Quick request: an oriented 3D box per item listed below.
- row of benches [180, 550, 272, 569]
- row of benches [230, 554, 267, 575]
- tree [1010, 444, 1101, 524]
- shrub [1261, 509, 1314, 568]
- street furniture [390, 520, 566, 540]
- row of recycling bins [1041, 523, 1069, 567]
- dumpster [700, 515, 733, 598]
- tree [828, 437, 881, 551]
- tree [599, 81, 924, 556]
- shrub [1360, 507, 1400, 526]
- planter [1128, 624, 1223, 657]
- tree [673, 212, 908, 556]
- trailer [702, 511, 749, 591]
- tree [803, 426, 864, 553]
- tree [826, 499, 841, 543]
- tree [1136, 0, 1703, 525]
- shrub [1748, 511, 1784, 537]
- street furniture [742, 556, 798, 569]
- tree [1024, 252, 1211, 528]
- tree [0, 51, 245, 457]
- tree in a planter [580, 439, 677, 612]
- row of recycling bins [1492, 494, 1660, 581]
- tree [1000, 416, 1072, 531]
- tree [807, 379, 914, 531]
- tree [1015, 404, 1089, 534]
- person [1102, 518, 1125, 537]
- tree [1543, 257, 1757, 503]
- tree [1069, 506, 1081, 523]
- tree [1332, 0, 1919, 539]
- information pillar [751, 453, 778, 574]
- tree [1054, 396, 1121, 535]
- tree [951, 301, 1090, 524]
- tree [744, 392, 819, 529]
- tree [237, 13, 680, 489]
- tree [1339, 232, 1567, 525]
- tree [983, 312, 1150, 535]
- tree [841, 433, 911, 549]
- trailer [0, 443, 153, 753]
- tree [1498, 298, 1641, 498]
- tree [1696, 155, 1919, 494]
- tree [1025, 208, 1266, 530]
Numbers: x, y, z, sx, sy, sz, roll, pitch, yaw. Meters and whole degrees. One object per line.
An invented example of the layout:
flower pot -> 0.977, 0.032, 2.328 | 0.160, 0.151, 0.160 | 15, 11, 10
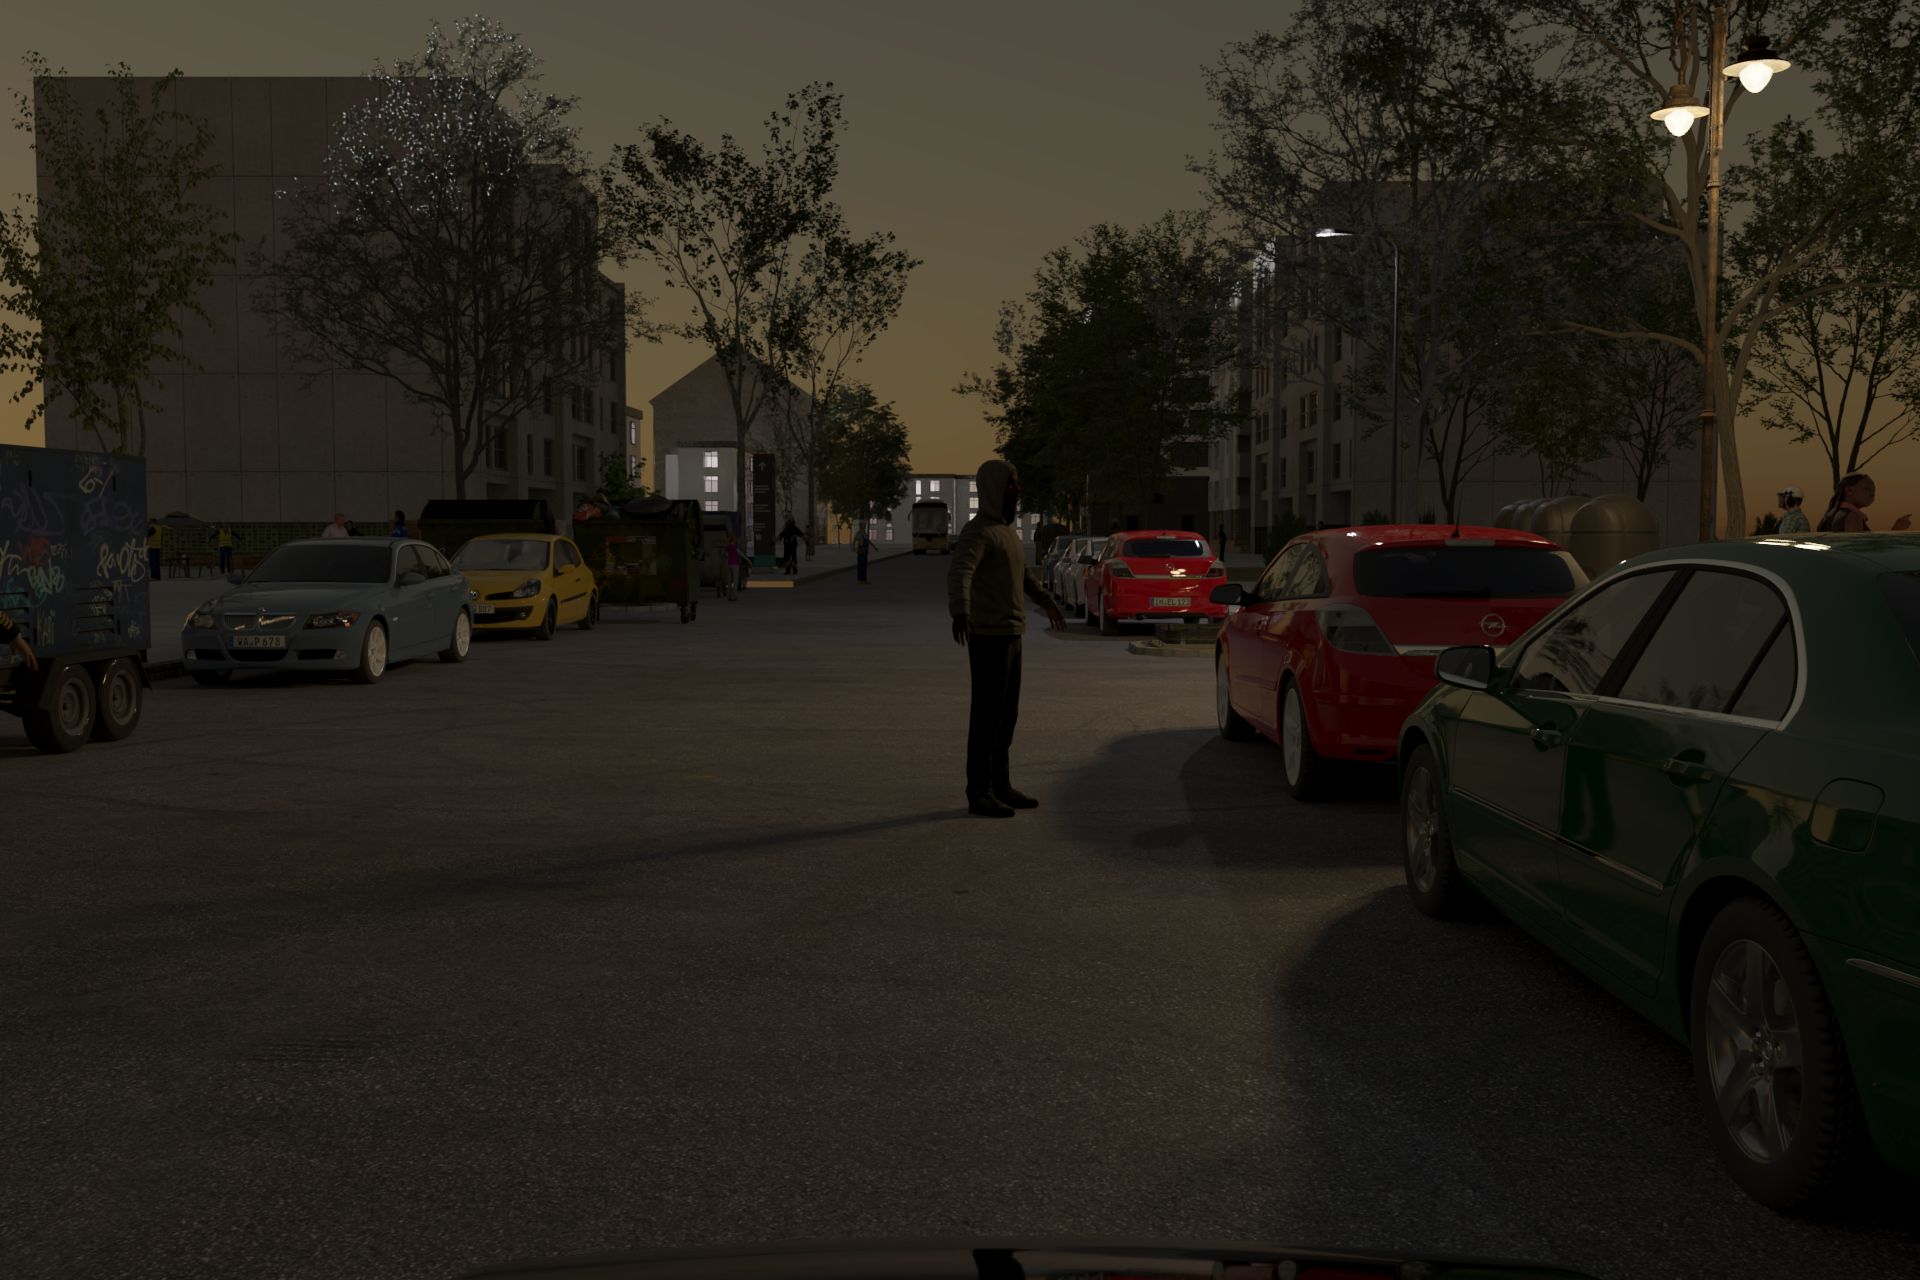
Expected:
row of benches -> -27.387, -3.050, 65.338 | 4.104, 0.672, 1.422 | -3, 5, -43
row of benches -> -21.263, -2.436, 55.293 | 1.422, 0.672, 4.104 | 2, 4, 34
tree -> 7.191, -11.660, 125.061 | 8.767, 10.594, 7.601 | -1, 4, -20
shrub -> 9.604, -2.838, 50.442 | 1.661, 2.075, 1.752 | 0, 3, 0
street furniture -> -13.868, -2.923, 54.638 | 9.812, 1.723, 11.010 | 0, 4, 5
row of recycling bins -> 3.569, -3.588, 65.769 | 1.069, 1.692, 3.534 | 0, 4, 1
dumpster -> -6.109, -1.896, 39.214 | 1.865, 1.857, 1.264 | 0, 4, 1
tree -> -8.225, -11.100, 131.853 | 4.737, 8.622, 4.395 | 0, 3, 0
tree -> -7.721, -13.188, 71.518 | 12.611, 20.169, 13.585 | 0, 3, 0
shrub -> 11.523, -2.679, 48.215 | 1.690, 2.028, 1.600 | 0, 3, 0
planter -> 3.082, 0.001, 21.128 | 1.991, 0.319, 1.994 | 0, 4, 0
tree -> -10.180, -15.102, 102.804 | 12.611, 20.169, 13.585 | 0, 3, 0
trailer -> -6.189, -2.207, 43.127 | 1.471, 1.999, 3.904 | 0, 4, 1
tree -> -8.364, -10.225, 117.537 | 4.737, 8.622, 4.395 | 0, 3, 0
tree -> -17.108, -17.775, 240.985 | 4.360, 8.622, 3.978 | 0, 3, 0
tree -> 9.009, -7.571, 34.162 | 12.009, 13.543, 11.850 | 0, 3, 0
shrub -> 25.976, -3.124, 55.503 | 1.690, 2.028, 1.600 | 0, 3, 0
street furniture -> -11.128, -3.080, 65.981 | 5.734, 0.657, 10.072 | -3, 5, -44
tree -> 6.290, -9.323, 70.559 | 7.486, 12.596, 7.792 | 0, 3, 0
tree -> -12.911, -4.640, 26.231 | 4.737, 8.622, 4.395 | 0, 3, 0
tree in a planter -> -6.477, -2.183, 32.915 | 1.991, 3.239, 1.994 | 0, 4, 1
row of recycling bins -> 6.706, -0.739, 19.193 | 1.069, 1.692, 3.534 | 0, 4, 1
tree -> 6.823, -14.373, 153.132 | 7.486, 12.596, 7.792 | 0, 3, 0
tree -> -7.950, -14.358, 141.416 | 9.857, 13.997, 8.962 | 0, 3, 0
tree -> 7.230, -11.462, 113.152 | 9.928, 11.665, 9.643 | 0, 3, 0
person -> 5.610, -3.475, 62.589 | 1.354, 1.858, 0.705 | 1, 4, 9
tree -> 25.547, -8.486, 64.497 | 9.928, 11.665, 9.643 | 0, 3, 0
tree -> 15.970, -17.843, 242.097 | 4.737, 8.622, 4.395 | 0, 3, 0
tree -> 8.827, -5.219, 19.751 | 8.767, 10.594, 7.601 | -1, 4, -15
information pillar -> -6.312, -4.069, 55.908 | 0.750, 3.857, 0.750 | 0, 4, 3
tree -> 6.469, -8.410, 87.861 | 4.360, 8.622, 3.978 | 0, 3, 0
tree -> 6.092, -17.454, 141.269 | 12.611, 20.169, 13.585 | 0, 3, 0
tree -> -8.679, -8.483, 89.063 | 4.360, 8.622, 3.978 | 0, 3, 0
tree -> -11.692, -7.969, 40.663 | 12.009, 13.543, 11.850 | 0, 3, 0
tree -> 16.966, -8.213, 60.043 | 9.928, 11.665, 9.643 | 0, 3, 0
tree -> 6.440, -11.678, 97.594 | 9.857, 13.997, 8.962 | 0, 3, 0
tree -> -7.819, -13.358, 152.811 | 7.601, 10.594, 8.767 | -1, 4, -16
trailer -> -6.516, -0.237, 10.926 | 1.471, 1.999, 3.904 | 0, 4, 1
tree -> 17.705, -6.185, 51.495 | 4.737, 8.622, 4.395 | 0, 3, 0
tree -> 24.479, -7.466, 47.821 | 9.928, 11.665, 9.643 | 0, 3, 0
tree -> 6.111, -8.011, 56.730 | 9.928, 11.665, 9.643 | 0, 3, 0
